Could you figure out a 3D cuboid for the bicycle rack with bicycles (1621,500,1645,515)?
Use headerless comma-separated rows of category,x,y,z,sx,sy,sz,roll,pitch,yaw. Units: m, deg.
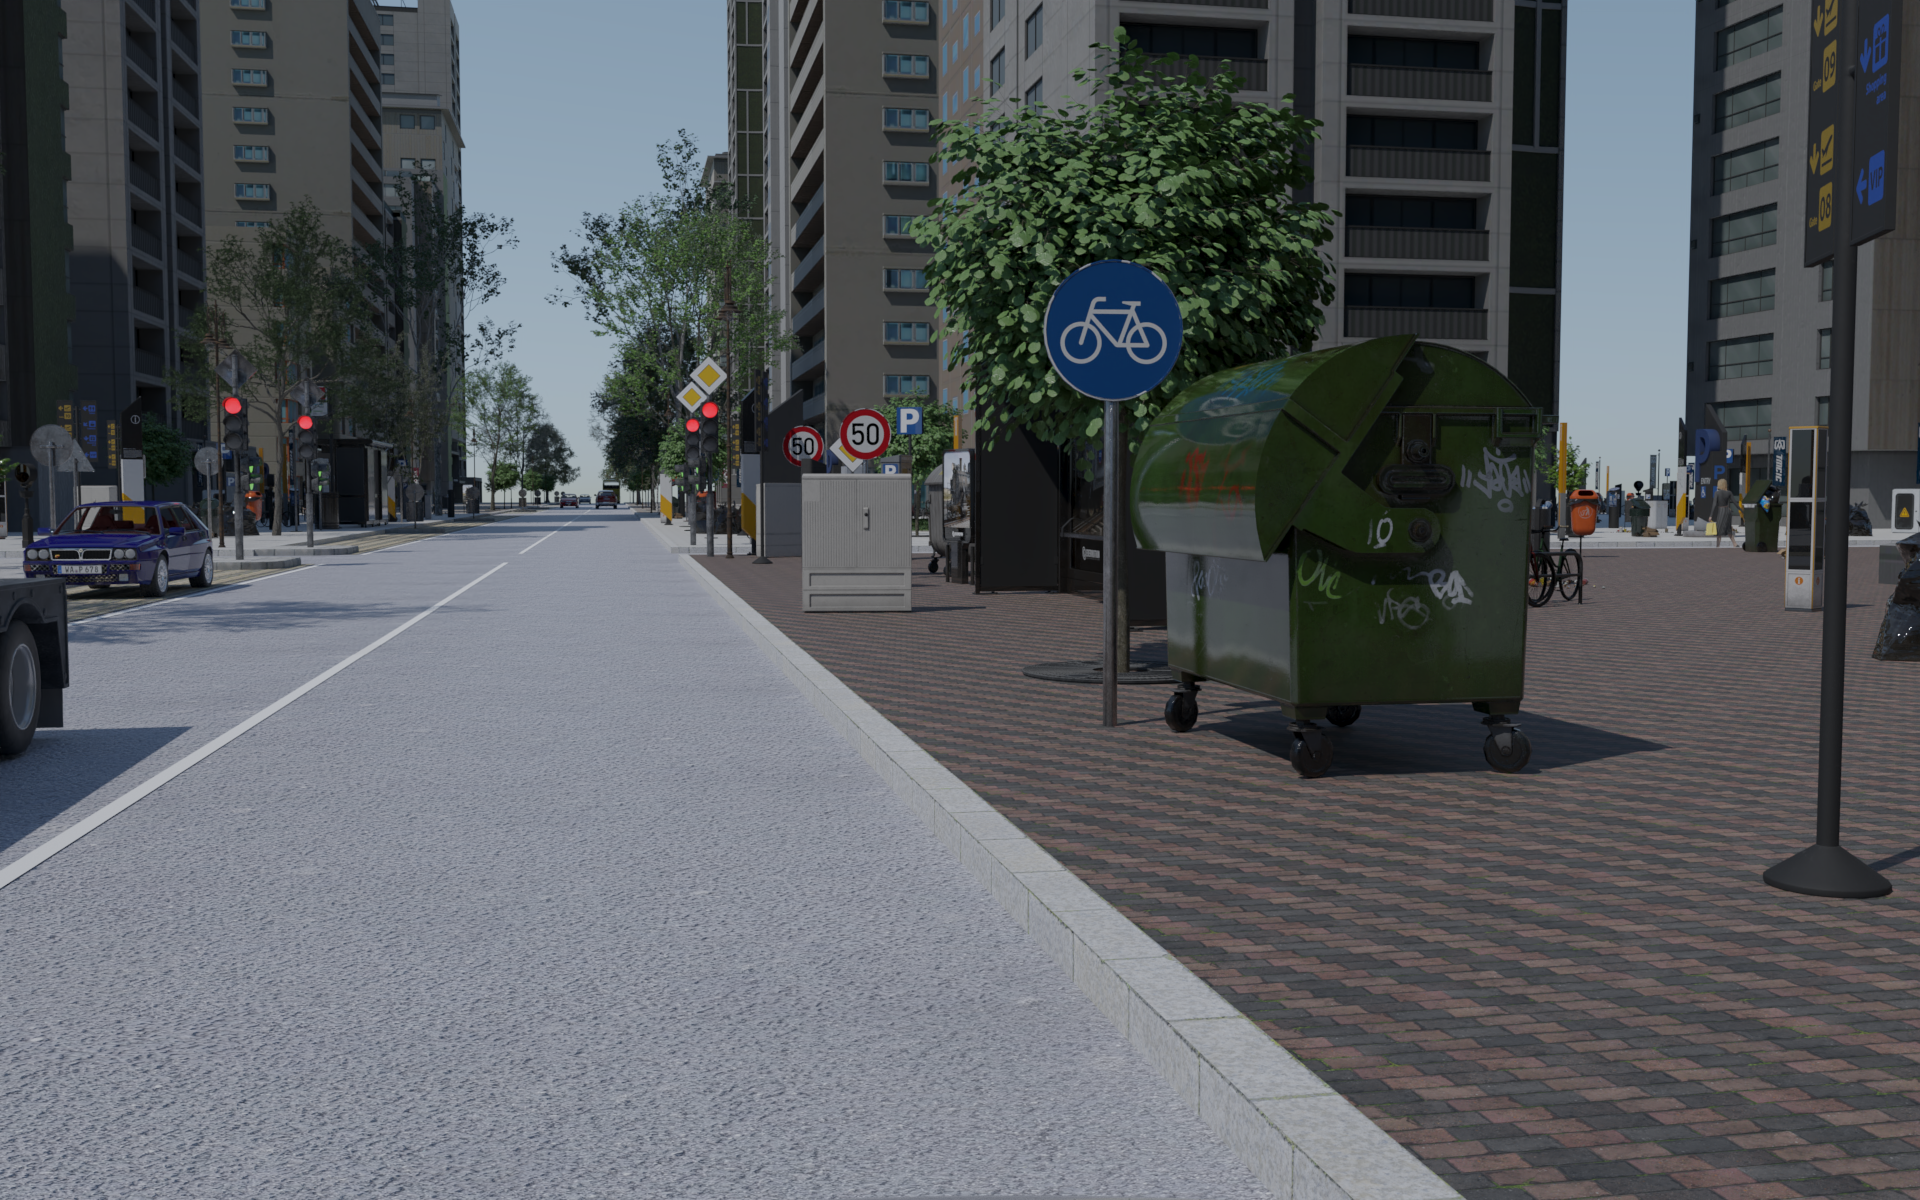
bicycle rack with bicycles,41.426,-5.556,104.226,2.925,0.926,2.852,2,4,30

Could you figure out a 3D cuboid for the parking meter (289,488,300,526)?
parking meter,-26.938,-3.772,70.086,0.372,1.533,0.369,0,3,0

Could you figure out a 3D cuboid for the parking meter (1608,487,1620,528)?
parking meter,24.486,-3.451,64.834,0.372,1.533,0.369,0,3,0

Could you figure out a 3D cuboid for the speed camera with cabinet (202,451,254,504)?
speed camera with cabinet,-30.642,-4.782,72.526,0.660,3.252,2.038,2,4,33

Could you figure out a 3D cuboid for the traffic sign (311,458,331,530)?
traffic sign,-22.541,-3.724,60.989,0.768,2.556,0.104,0,4,-2

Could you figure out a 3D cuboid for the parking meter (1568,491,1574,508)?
parking meter,28.988,-4.669,82.049,0.255,1.863,0.399,-3,5,-42

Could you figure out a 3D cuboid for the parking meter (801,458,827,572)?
parking meter,-2.394,-1.395,28.525,0.255,1.863,0.399,3,5,43

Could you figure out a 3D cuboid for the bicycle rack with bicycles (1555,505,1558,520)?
bicycle rack with bicycles,27.977,-4.062,79.793,2.852,0.926,2.925,3,5,40

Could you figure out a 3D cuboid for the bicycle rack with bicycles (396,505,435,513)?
bicycle rack with bicycles,-33.335,-5.693,106.461,2.925,0.926,2.852,-3,4,-39

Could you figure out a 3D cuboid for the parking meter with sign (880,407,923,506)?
parking meter with sign,-1.271,-2.308,33.996,0.543,3.016,1.738,1,4,19

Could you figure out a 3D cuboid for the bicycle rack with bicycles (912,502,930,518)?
bicycle rack with bicycles,-1.198,-4.162,81.433,2.852,0.926,2.925,-1,4,-11

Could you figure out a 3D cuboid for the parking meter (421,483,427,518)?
parking meter,-29.172,-5.421,94.350,0.255,1.863,0.399,0,4,-5

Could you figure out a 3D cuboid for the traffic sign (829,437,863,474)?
traffic sign,-1.791,-1.693,28.866,0.795,2.450,0.064,-1,4,-11

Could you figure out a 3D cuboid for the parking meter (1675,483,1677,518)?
parking meter,39.214,-5.430,94.484,0.399,1.863,0.255,-3,5,-42

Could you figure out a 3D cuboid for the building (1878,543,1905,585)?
building,24.768,-28.879,14.166,21.231,58.520,28.212,-1,4,-11

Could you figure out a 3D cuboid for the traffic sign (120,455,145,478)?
traffic sign,-21.539,-2.630,45.128,0.606,2.300,0.079,-1,4,-11

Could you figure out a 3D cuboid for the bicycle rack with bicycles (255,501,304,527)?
bicycle rack with bicycles,-27.489,-3.249,66.504,2.925,0.926,2.852,2,4,26

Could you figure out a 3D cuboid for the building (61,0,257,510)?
building,-45.598,-39.336,81.391,20.563,71.187,20.611,-1,4,-11

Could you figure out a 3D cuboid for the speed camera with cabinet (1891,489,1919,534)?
speed camera with cabinet,31.373,-3.782,56.171,0.660,3.252,2.038,-2,4,-29

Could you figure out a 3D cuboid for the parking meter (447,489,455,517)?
parking meter,-27.919,-5.295,94.983,0.372,1.533,0.369,0,3,0

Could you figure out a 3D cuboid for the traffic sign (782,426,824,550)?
traffic sign,-2.930,-1.975,32.395,0.768,2.556,0.104,0,4,-6

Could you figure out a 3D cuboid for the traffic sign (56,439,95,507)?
traffic sign,-20.816,-2.493,40.768,0.884,2.594,0.081,0,4,-2

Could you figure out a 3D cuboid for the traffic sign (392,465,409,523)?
traffic sign,-24.887,-4.710,77.119,0.768,2.556,0.104,0,4,-2

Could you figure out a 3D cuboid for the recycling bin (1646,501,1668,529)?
recycling bin,25.599,-3.143,63.936,0.722,1.027,0.722,-2,4,-31

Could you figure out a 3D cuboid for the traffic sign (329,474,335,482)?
traffic sign,-27.103,-4.536,74.162,0.884,2.594,0.081,-1,4,-11

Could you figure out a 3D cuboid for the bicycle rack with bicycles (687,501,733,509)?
bicycle rack with bicycles,-12.251,-4.456,86.234,2.852,0.926,2.925,1,4,16

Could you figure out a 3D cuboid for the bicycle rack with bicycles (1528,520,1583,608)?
bicycle rack with bicycles,6.233,-0.433,20.455,2.925,0.926,2.852,-2,4,-27

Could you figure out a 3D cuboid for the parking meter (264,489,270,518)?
parking meter,-36.149,-5.024,90.547,0.372,1.533,0.369,0,3,0

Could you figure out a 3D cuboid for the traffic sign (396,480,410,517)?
traffic sign,-28.230,-5.355,87.556,0.884,2.594,0.081,-1,4,-9

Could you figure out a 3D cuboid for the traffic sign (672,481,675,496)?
traffic sign,-19.267,-7.079,115.842,0.768,2.556,0.104,-1,4,-11

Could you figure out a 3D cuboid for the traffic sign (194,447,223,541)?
traffic sign,-20.242,-2.849,46.682,0.768,2.556,0.104,0,4,-3

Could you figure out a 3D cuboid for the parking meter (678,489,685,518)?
parking meter,-15.083,-5.225,93.844,0.372,1.533,0.369,0,3,0

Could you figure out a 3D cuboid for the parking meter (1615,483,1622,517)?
parking meter,36.093,-5.464,95.049,0.399,1.863,0.255,1,4,22

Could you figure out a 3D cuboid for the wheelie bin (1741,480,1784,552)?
wheelie bin,17.779,-1.864,38.379,0.693,1.594,0.980,0,4,-4

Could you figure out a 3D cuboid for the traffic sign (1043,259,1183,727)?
traffic sign,0.831,-0.575,9.510,0.768,2.556,0.104,0,4,-5

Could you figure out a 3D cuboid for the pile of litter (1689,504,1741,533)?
pile of litter,25.138,-2.650,57.288,1.176,0.858,1.719,-1,4,-19

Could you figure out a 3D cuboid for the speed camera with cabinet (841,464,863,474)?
speed camera with cabinet,-2.719,-3.706,54.934,2.038,3.252,0.660,-1,4,-23

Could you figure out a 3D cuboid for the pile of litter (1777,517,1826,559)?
pile of litter,16.940,-1.267,34.678,1.719,0.858,1.176,-2,4,-35

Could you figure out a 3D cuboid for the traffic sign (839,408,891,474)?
traffic sign,-1.405,-1.571,25.786,0.768,2.556,0.104,0,4,-3

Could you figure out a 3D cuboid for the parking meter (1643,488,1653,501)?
parking meter,25.931,-3.480,65.305,0.372,1.533,0.369,0,3,0

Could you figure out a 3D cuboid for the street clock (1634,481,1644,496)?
street clock,36.363,-5.399,92.848,0.471,2.002,0.358,3,4,37

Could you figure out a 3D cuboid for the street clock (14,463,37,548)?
street clock,-22.144,-2.234,41.103,0.471,2.002,0.358,1,4,17

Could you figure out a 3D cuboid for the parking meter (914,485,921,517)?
parking meter,-2.374,-5.554,96.511,0.255,1.863,0.399,-2,4,-32

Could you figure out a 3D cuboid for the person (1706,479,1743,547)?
person,19.123,-2.064,42.470,1.509,1.804,0.699,2,4,27

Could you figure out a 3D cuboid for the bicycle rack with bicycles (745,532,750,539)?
bicycle rack with bicycles,-4.427,-2.151,48.546,2.852,0.926,2.925,-2,4,-30

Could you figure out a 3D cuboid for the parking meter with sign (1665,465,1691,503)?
parking meter with sign,48.167,-7.327,116.060,0.543,3.016,1.738,-3,5,-40

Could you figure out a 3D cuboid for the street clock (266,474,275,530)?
street clock,-24.688,-3.518,62.093,0.358,2.002,0.471,-1,4,-17

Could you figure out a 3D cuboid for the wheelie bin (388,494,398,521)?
wheelie bin,-26.655,-4.457,80.772,0.980,1.594,0.693,3,5,39

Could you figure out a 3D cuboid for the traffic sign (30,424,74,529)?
traffic sign,-16.622,-1.933,31.710,0.768,2.556,0.104,0,4,-4
